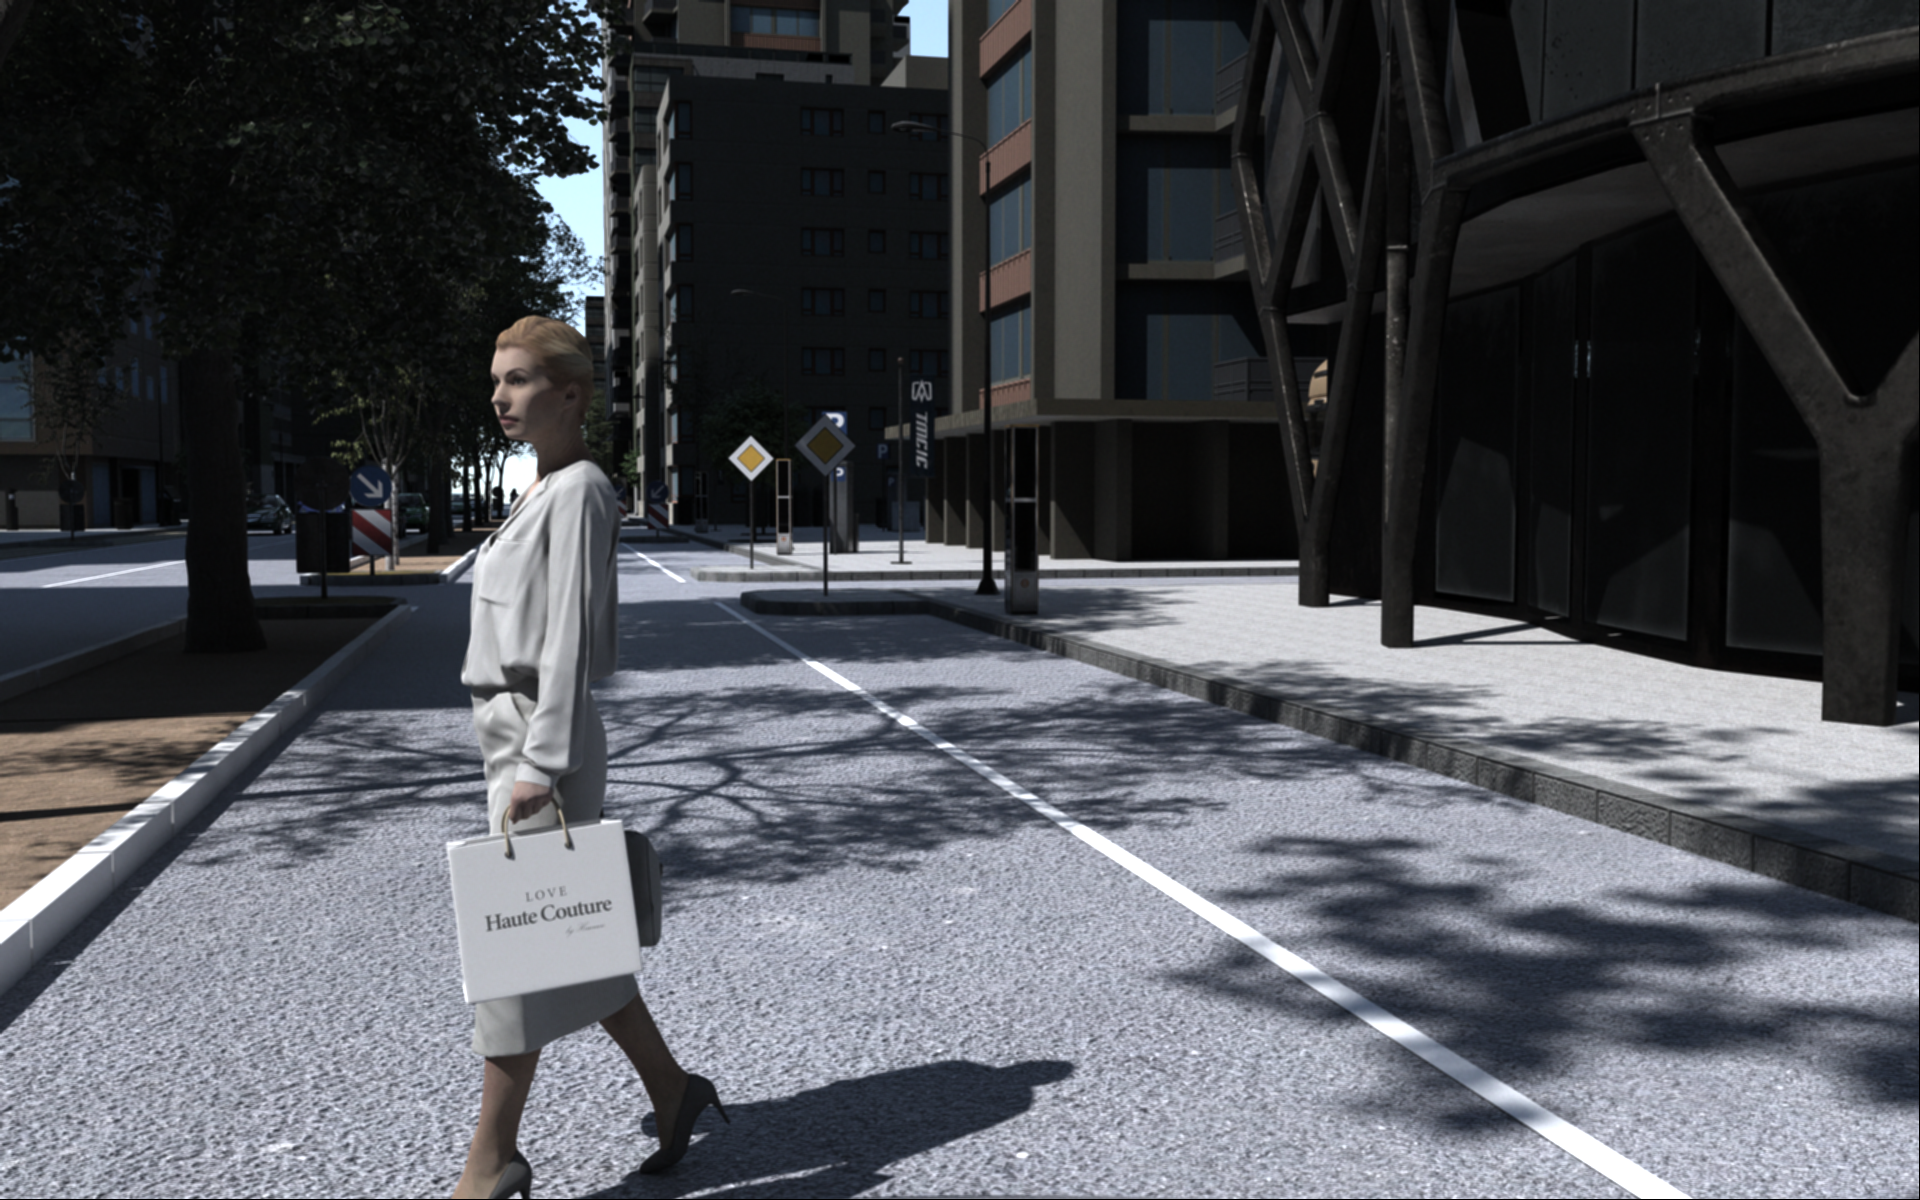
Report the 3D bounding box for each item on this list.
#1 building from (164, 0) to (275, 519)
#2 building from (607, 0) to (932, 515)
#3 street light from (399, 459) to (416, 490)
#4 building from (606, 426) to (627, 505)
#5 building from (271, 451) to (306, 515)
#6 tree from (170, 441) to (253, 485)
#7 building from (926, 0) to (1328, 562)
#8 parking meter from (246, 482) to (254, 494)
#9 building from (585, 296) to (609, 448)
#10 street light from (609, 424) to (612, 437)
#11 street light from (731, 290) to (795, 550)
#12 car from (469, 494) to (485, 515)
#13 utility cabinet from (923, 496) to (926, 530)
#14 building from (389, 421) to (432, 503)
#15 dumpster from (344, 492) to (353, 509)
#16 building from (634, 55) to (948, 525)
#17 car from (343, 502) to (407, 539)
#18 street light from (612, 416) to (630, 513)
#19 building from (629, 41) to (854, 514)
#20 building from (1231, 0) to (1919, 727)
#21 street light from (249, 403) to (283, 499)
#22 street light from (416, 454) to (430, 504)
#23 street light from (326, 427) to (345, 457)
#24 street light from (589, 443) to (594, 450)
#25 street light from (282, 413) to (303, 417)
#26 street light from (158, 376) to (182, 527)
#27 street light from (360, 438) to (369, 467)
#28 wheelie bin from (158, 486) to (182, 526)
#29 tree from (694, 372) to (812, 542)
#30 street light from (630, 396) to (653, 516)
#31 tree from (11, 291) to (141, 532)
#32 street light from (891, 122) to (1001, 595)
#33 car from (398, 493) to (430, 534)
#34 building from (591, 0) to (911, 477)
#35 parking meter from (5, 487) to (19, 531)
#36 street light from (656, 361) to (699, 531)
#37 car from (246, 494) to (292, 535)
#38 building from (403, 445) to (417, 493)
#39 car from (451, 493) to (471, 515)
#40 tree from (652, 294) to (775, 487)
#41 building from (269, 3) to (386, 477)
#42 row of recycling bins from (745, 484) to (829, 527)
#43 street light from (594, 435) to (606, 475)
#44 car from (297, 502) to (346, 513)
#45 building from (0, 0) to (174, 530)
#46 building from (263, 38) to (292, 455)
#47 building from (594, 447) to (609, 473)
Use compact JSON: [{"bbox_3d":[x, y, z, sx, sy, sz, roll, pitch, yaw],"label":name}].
[{"bbox_3d":[-44.098,-19.413,89.109,14.160,30.474,14.107,-1,4,-13],"label":"building"},{"bbox_3d":[-16.359,-29.540,137.610,22.147,44.769,28.867,-1,4,-13],"label":"building"},{"bbox_3d":[-57.994,-12.746,180.936,1.470,5.913,1.316,-1,4,-13],"label":"street light"},{"bbox_3d":[-33.491,-46.933,205.607,20.563,71.187,20.611,-1,4,-13],"label":"building"},{"bbox_3d":[-51.810,-40.777,104.954,20.563,71.187,20.611,-1,4,-13],"label":"building"},{"bbox_3d":[-34.259,-5.837,79.152,4.285,4.588,4.351,0,3,0],"label":"tree"},{"bbox_3d":[12.925,-23.797,43.707,28.867,44.769,22.147,-1,4,-13],"label":"building"},{"bbox_3d":[-35.090,-4.886,85.599,0.255,1.863,0.399,0,4,4],"label":"parking meter"},{"bbox_3d":[-47.537,-29.445,253.126,14.160,30.474,14.107,-1,4,-13],"label":"building"},{"bbox_3d":[-22.470,-8.686,114.555,1.470,5.913,1.316,-1,4,-13],"label":"street light"},{"bbox_3d":[-4.515,-4.107,39.684,1.470,5.913,1.316,-1,4,-13],"label":"street light"},{"bbox_3d":[-34.450,-6.765,122.402,2.131,1.459,4.920,-1,4,-15],"label":"car"},{"bbox_3d":[-0.804,-3.092,61.716,1.020,1.237,0.306,2,4,34],"label":"utility cabinet"},{"bbox_3d":[-80.825,-34.025,239.907,14.154,41.232,14.086,-1,4,-13],"label":"building"},{"bbox_3d":[-40.174,-6.460,113.830,1.865,1.857,1.264,-1,4,-13],"label":"dumpster"},{"bbox_3d":[-1.866,-14.915,88.901,27.650,21.520,28.899,-1,4,-13],"label":"building"},{"bbox_3d":[-19.049,-2.687,56.514,1.945,1.354,3.894,-1,4,-15],"label":"car"},{"bbox_3d":[-19.671,-7.964,102.759,1.470,5.913,1.316,-1,4,-13],"label":"street light"},{"bbox_3d":[-14.920,-21.045,115.780,14.160,30.474,14.107,-1,4,-13],"label":"building"},{"bbox_3d":[11.670,-9.017,14.874,16.820,18.784,16.811,-1,4,-13],"label":"building"},{"bbox_3d":[-35.740,-7.103,88.675,1.470,5.913,1.316,-1,4,-13],"label":"street light"},{"bbox_3d":[-63.045,-14.062,202.459,1.470,5.913,1.316,-1,4,-13],"label":"street light"},{"bbox_3d":[-43.489,-9.057,120.628,1.470,5.913,1.316,-1,4,-13],"label":"street light"},{"bbox_3d":[-32.537,-11.240,156.312,1.470,5.913,1.316,-1,4,-13],"label":"street light"},{"bbox_3d":[-38.495,-7.780,99.740,1.470,5.913,1.316,-1,4,-13],"label":"street light"},{"bbox_3d":[-30.691,-5.826,67.800,1.470,5.913,1.316,-1,4,-13],"label":"street light"},{"bbox_3d":[-48.571,-10.365,142.009,1.470,5.913,1.316,-1,4,-13],"label":"street light"},{"bbox_3d":[-31.770,-3.772,69.586,0.693,1.594,0.980,0,4,8],"label":"wheelie bin"},{"bbox_3d":[-5.477,-3.855,46.742,4.285,4.588,4.351,0,3,0],"label":"tree"},{"bbox_3d":[-14.711,-6.686,81.862,1.470,5.913,1.316,-1,4,-13],"label":"street light"},{"bbox_3d":[-30.326,-6.657,59.197,4.360,8.622,3.978,0,3,0],"label":"tree"},{"bbox_3d":[-0.175,-3.019,21.899,1.470,5.913,1.316,-1,4,-13],"label":"street light"},{"bbox_3d":[-20.281,-3.318,63.049,1.959,1.807,4.718,-1,4,-15],"label":"car"},{"bbox_3d":[-20.002,-35.261,165.762,28.713,52.752,27.495,-1,4,-13],"label":"building"},{"bbox_3d":[-33.346,-3.211,60.914,0.372,1.533,0.369,0,3,0],"label":"parking meter"},{"bbox_3d":[-9.704,-5.381,60.526,1.470,5.913,1.316,-1,4,-13],"label":"street light"},{"bbox_3d":[-24.840,-3.033,61.390,2.131,1.459,4.920,-1,4,-14],"label":"car"},{"bbox_3d":[-70.284,-33.530,198.330,14.600,45.320,14.200,-1,4,-13],"label":"building"},{"bbox_3d":[-30.338,-5.821,103.972,1.959,1.807,4.718,-1,4,-13],"label":"car"},{"bbox_3d":[-9.381,-6.990,64.644,4.360,8.622,3.978,0,3,0],"label":"tree"},{"bbox_3d":[-61.967,-32.166,149.617,21.300,48.544,21.600,-1,4,-13],"label":"building"},{"bbox_3d":[-6.606,-3.705,67.684,3.534,1.692,1.069,-1,4,-20],"label":"row of recycling bins"},{"bbox_3d":[-27.580,-9.962,135.415,1.470,5.913,1.316,-1,4,-13],"label":"street light"},{"bbox_3d":[-27.481,-3.978,74.637,1.945,1.707,3.694,-1,4,-15],"label":"car"},{"bbox_3d":[-39.675,-25.473,66.598,14.600,45.320,14.200,-1,4,-13],"label":"building"},{"bbox_3d":[-62.904,-26.560,126.136,32.217,40.220,23.993,-1,4,-13],"label":"building"},{"bbox_3d":[-37.741,-56.143,230.609,22.319,86.520,31.000,-1,4,-13],"label":"building"}]
